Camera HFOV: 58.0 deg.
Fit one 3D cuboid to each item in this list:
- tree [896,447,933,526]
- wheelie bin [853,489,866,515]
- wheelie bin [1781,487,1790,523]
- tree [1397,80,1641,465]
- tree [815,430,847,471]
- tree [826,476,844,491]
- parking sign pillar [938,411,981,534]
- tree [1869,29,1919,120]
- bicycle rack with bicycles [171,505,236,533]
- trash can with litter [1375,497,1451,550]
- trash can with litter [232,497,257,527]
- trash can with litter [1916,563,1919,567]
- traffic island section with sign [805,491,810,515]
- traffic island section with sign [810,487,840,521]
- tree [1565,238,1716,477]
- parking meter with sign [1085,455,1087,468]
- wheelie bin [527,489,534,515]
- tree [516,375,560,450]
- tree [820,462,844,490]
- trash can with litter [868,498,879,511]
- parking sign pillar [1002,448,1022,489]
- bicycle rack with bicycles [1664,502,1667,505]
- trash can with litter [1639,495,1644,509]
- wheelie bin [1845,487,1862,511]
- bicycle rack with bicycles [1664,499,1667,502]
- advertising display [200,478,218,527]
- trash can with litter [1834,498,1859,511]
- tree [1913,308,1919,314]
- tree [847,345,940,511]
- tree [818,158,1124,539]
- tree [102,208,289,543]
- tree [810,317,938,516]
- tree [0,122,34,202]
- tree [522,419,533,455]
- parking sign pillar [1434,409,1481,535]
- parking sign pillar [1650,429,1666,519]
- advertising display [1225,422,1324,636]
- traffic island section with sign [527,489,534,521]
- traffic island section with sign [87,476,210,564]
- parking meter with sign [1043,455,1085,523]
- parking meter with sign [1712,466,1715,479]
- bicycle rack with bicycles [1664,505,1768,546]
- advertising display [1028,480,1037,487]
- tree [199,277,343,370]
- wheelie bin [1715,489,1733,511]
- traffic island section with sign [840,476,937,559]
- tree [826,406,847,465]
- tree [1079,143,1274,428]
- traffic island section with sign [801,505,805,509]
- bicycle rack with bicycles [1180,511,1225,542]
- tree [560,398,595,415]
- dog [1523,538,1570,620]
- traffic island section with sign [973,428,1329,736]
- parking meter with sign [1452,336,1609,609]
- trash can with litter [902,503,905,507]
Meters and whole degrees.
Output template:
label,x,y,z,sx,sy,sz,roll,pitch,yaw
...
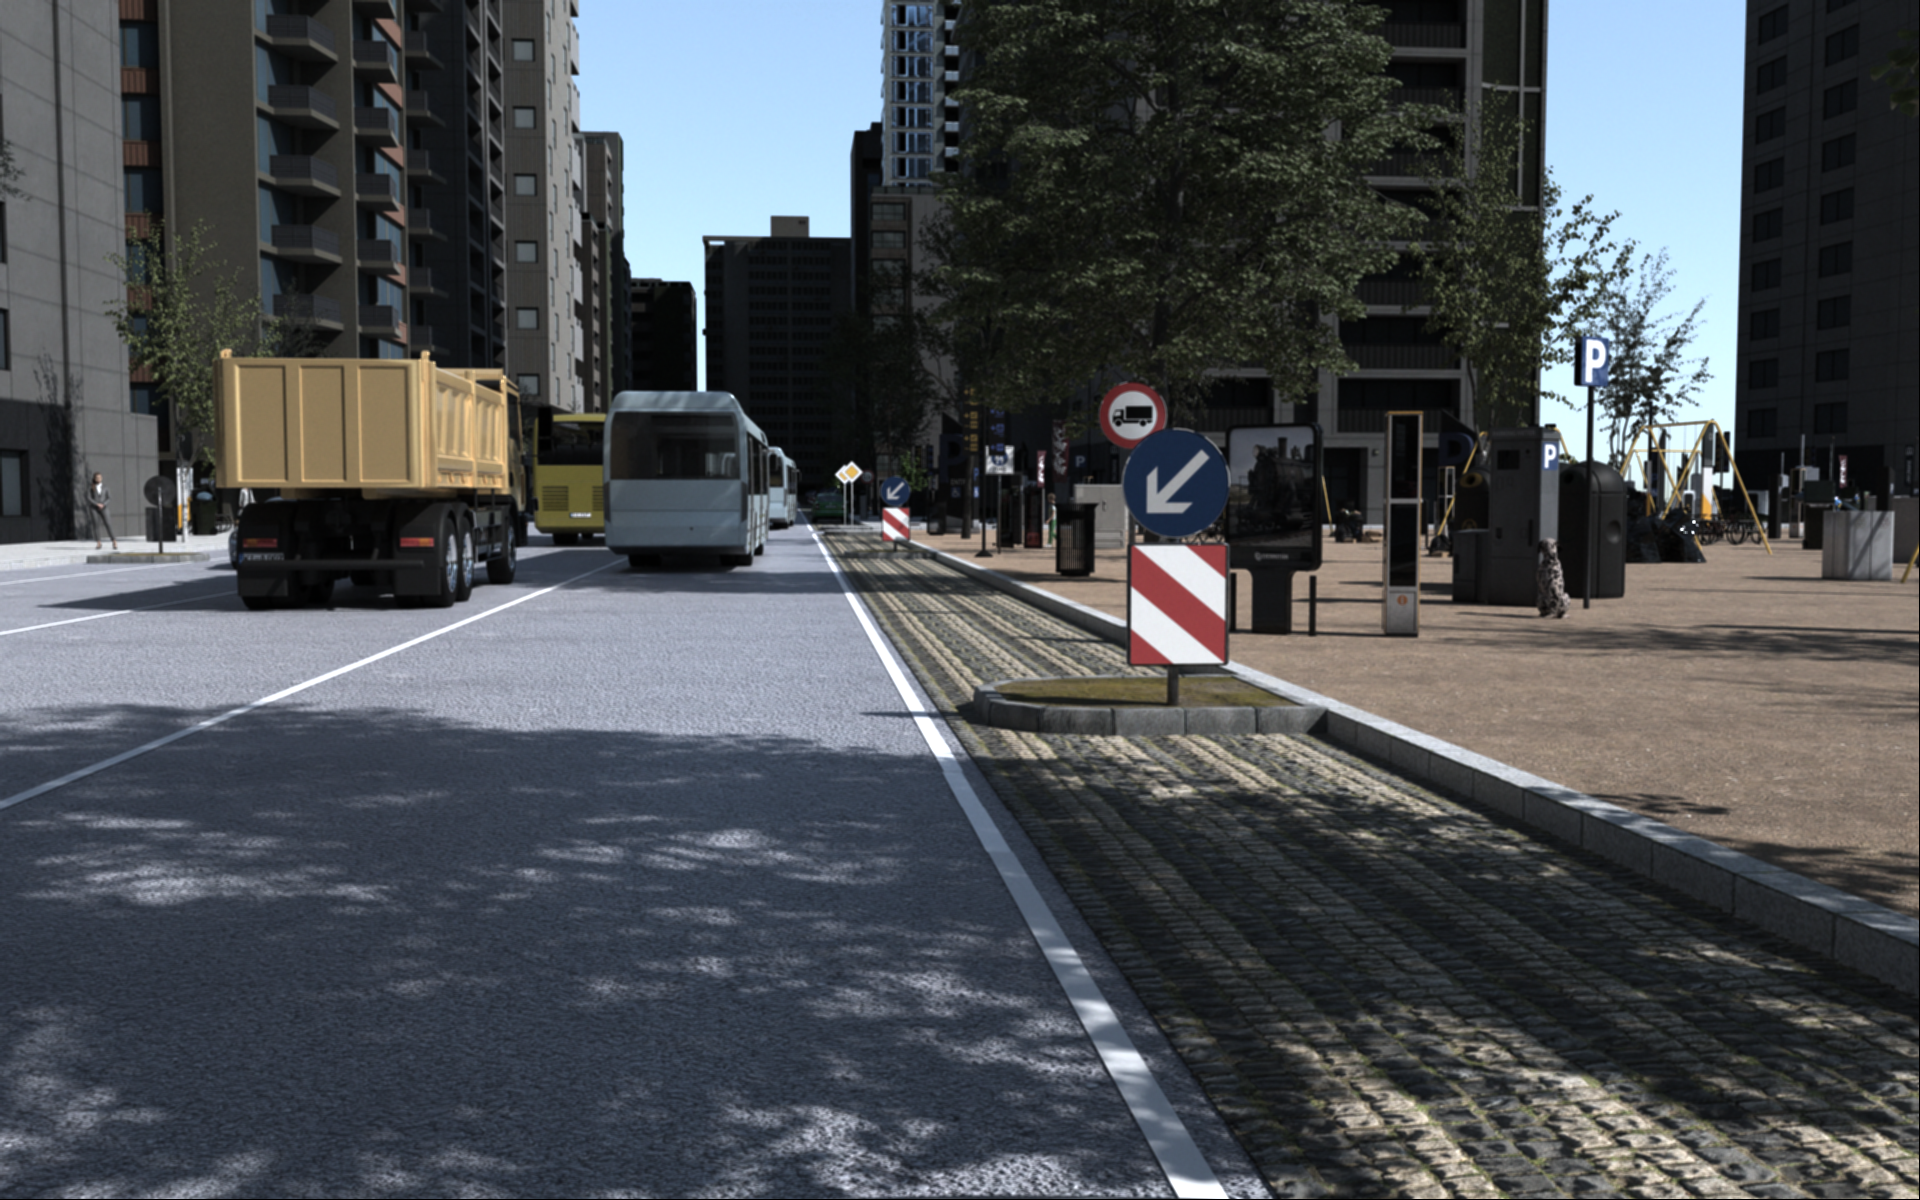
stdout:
label,x,y,z,sx,sy,sz,roll,pitch,yaw
tree,-2.206,-4.663,70.838,1.663,3.219,1.824,0,3,0
wheelie bin,-6.071,-6.015,106.258,0.980,1.594,0.693,-3,4,-39
wheelie bin,36.191,-4.146,75.690,0.693,1.594,0.980,-1,4,-19
tree,9.629,-4.944,31.195,4.737,8.622,4.395,0,3,0
tree,-14.180,-14.900,193.977,4.737,8.622,4.395,0,3,0
tree,-13.020,-11.482,182.339,1.663,3.219,1.824,0,3,0
parking sign pillar,-0.045,-4.126,55.939,1.447,3.967,1.447,2,4,28
tree,4.194,-5.209,3.292,7.486,12.596,7.792,0,3,0
bicycle rack with bicycles,-25.082,-2.646,56.652,2.925,0.926,2.852,-3,4,-36
trash can with litter,10.799,-1.768,39.967,1.678,1.210,2.233,-2,4,-29
trash can with litter,-28.015,-3.455,67.873,1.055,1.170,0.624,-1,4,-20
trash can with litter,17.594,-1.163,30.072,2.233,1.210,1.678,-1,4,-11
traffic island section with sign,-9.538,-6.803,119.851,1.989,1.847,2.006,0,4,-6
traffic island section with sign,-6.912,-5.162,93.023,1.989,1.847,2.006,0,4,-6
tree,19.630,-6.144,50.809,4.360,8.622,3.978,0,3,0
parking meter with sign,5.546,-5.050,78.826,0.543,3.016,1.738,1,4,9
wheelie bin,-26.058,-6.012,106.207,0.980,1.594,0.693,-1,4,-9
tree,-27.568,-9.537,106.297,4.360,8.622,3.978,0,3,0
tree,-12.489,-11.712,175.210,4.285,4.588,4.351,0,3,0
trash can with litter,-6.609,-7.237,129.719,1.055,1.170,0.624,-1,4,-13
parking sign pillar,3.066,-6.757,98.949,1.447,3.967,1.447,1,4,20
bicycle rack with bicycles,24.516,-2.655,56.787,2.852,0.926,2.925,-2,4,-29
trash can with litter,35.155,-4.788,89.334,1.678,1.210,2.233,0,4,8
wheelie bin,37.212,-3.947,72.434,0.693,1.594,0.980,-2,4,-32
bicycle rack with bicycles,56.269,-7.712,139.468,2.852,0.926,2.925,2,4,26
advertising display,-29.715,-3.873,68.534,0.974,1.923,0.123,2,4,31
trash can with litter,23.085,-2.035,44.655,0.624,1.170,1.055,-3,4,-36
tree,26.874,-5.753,44.425,4.737,8.622,4.395,0,3,0
tree,-3.049,-8.153,83.658,4.360,8.622,3.978,0,3,0
tree,0.199,-7.009,49.014,8.767,10.594,7.601,-1,4,-9
tree,-20.249,-5.820,45.524,4.737,8.622,4.395,0,3,0
tree,-5.169,-10.791,102.194,9.928,11.665,9.643,0,3,0
tree,-19.617,-7.038,25.448,12.009,13.543,11.850,0,3,0
tree,-34.858,-11.117,132.130,4.737,8.622,4.395,0,3,0
parking sign pillar,15.742,-4.049,54.680,1.447,3.967,1.447,3,5,41
parking sign pillar,28.846,-5.089,71.673,1.447,3.967,1.447,2,4,31
advertising display,2.865,-0.652,15.876,0.974,1.923,0.123,3,5,42
traffic island section with sign,-22.554,-5.125,92.419,1.989,1.847,2.006,0,4,-6
traffic island section with sign,-17.078,-1.714,36.646,1.989,1.847,2.006,0,4,-6
parking meter with sign,4.549,-4.928,76.836,1.738,3.016,0.543,0,4,6
parking meter with sign,45.496,-6.751,106.643,1.738,3.016,0.543,0,4,-6
bicycle rack with bicycles,19.389,-1.901,44.468,2.925,0.926,2.852,-1,4,-16
advertising display,3.091,-4.450,77.965,0.974,1.923,0.123,-3,4,-39
tree,-22.960,-6.582,57.978,4.360,8.622,3.978,0,3,0
wheelie bin,45.244,-5.790,102.568,0.980,1.594,0.693,2,4,27
traffic island section with sign,-1.593,-1.842,38.739,1.989,1.847,2.006,0,4,-6
tree,-8.191,-11.170,132.991,4.360,8.622,3.978,0,3,0
tree,4.362,-5.270,36.534,4.360,8.622,3.978,0,3,0
traffic island section with sign,-14.451,-9.858,169.811,1.989,1.847,2.006,0,4,-6
bicycle rack with bicycles,6.334,-1.834,43.373,2.925,0.926,2.852,0,4,1
tree,-29.020,-11.165,132.907,4.360,8.622,3.978,0,3,0
dog,6.046,-0.218,17.944,0.800,0.831,0.513,-3,5,-40
traffic island section with sign,1.118,-0.154,11.153,1.989,1.847,2.006,0,4,-6
parking meter with sign,6.498,-1.448,19.939,0.543,3.016,1.738,-3,4,-38
trash can with litter,-3.329,-6.090,110.955,1.055,1.170,0.624,-3,5,-41
